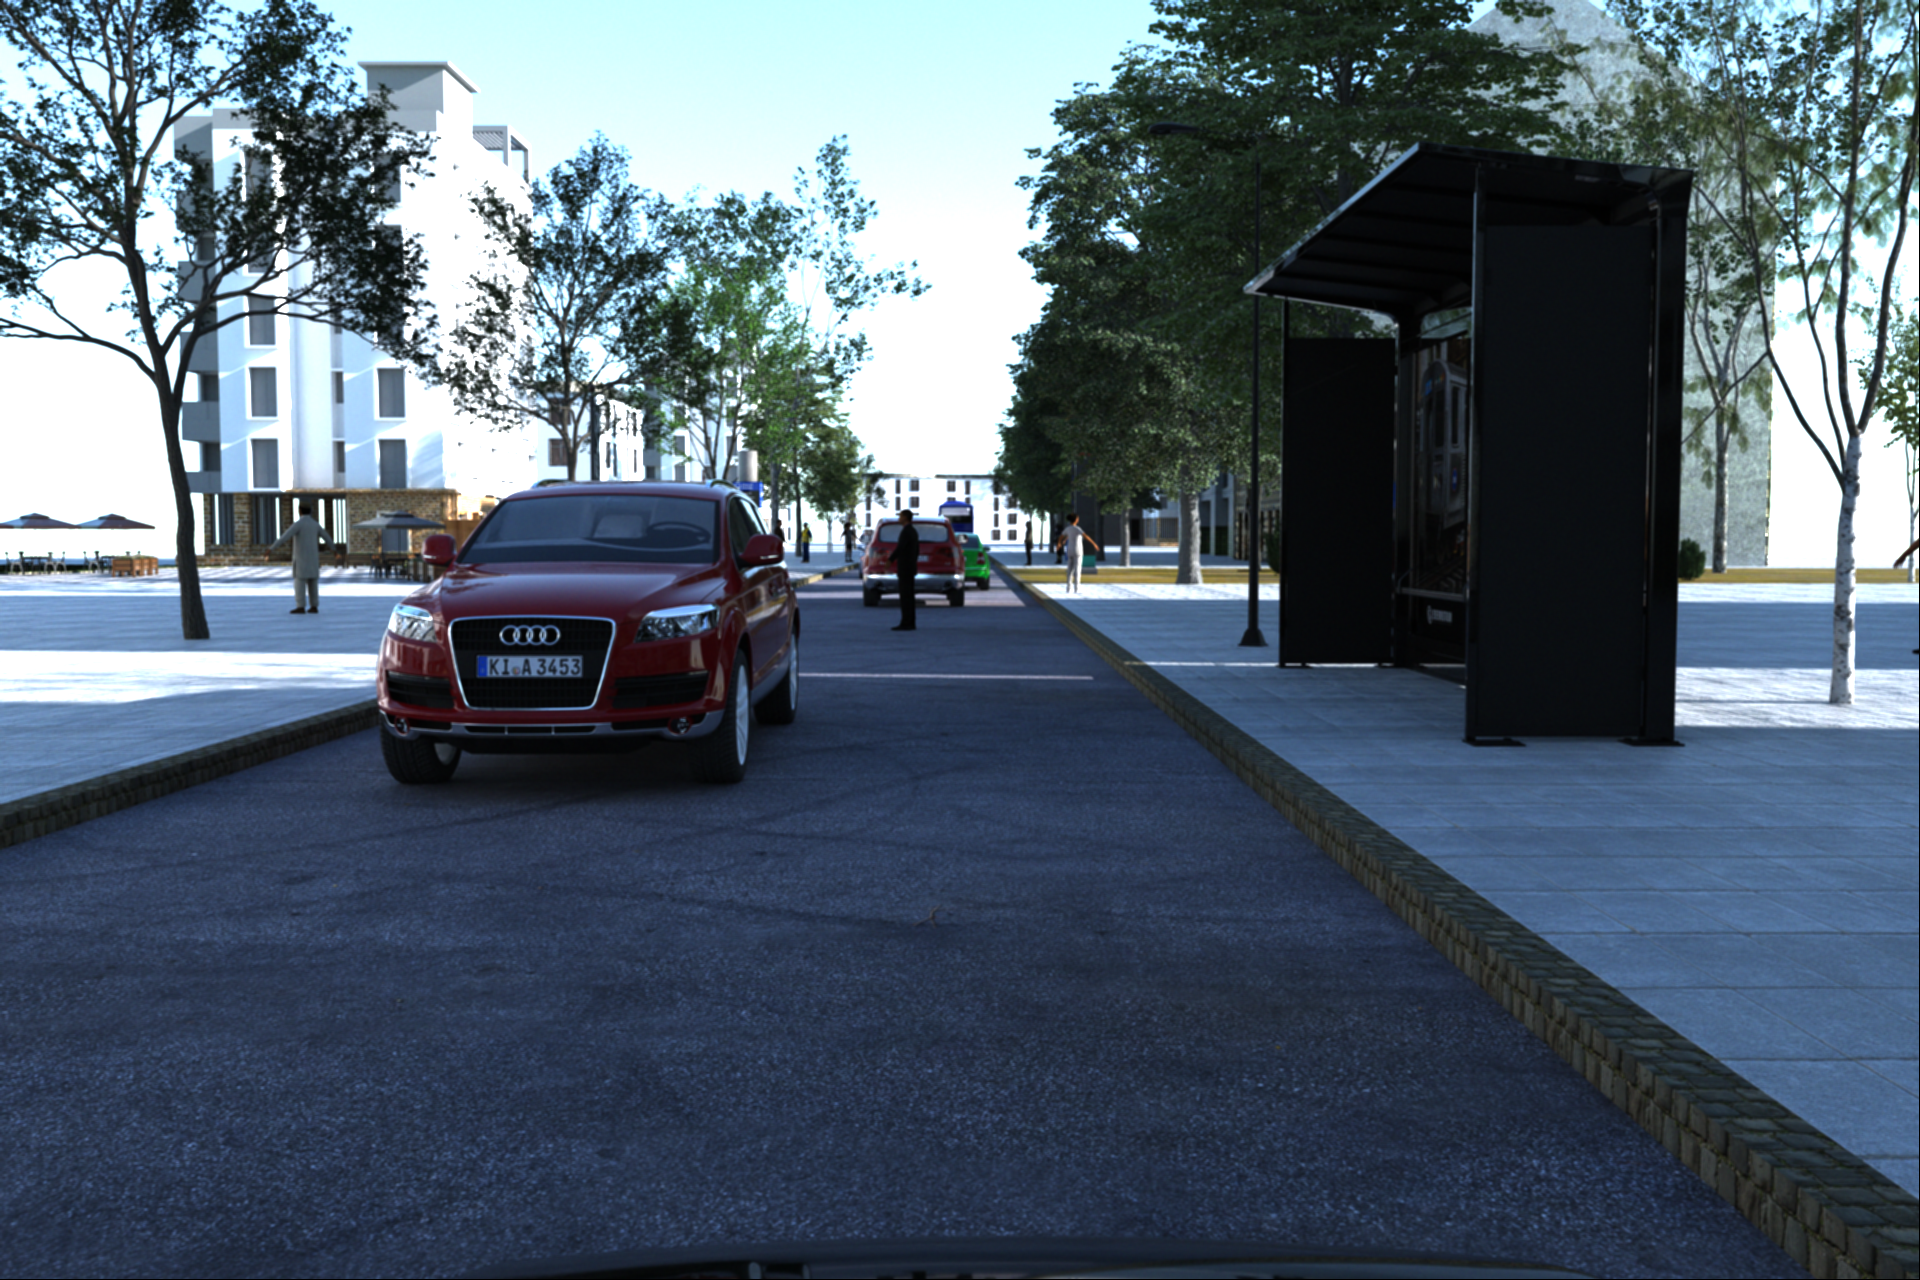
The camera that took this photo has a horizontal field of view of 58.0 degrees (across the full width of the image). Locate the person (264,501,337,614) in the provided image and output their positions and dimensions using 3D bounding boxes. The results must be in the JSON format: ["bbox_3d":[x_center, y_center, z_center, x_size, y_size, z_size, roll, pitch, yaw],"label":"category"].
[{"bbox_3d":[-10.610,-1.342,28.028,0.704,1.819,1.344,2,4,33],"label":"person"}]

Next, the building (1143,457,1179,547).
[{"bbox_3d":[24.815,-20.090,184.887,16.016,20.090,11.380,0,4,0],"label":"building"}]

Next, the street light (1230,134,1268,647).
[{"bbox_3d":[3.906,-2.884,19.696,1.470,5.913,1.316,0,4,0],"label":"street light"}]

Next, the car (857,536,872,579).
[{"bbox_3d":[-2.359,-2.746,56.905,2.014,1.417,4.499,0,3,0],"label":"car"}]

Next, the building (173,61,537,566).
[{"bbox_3d":[-25.535,-13.108,70.732,16.016,20.090,11.380,0,4,1],"label":"building"}]

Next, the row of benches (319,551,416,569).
[{"bbox_3d":[-22.139,-2.998,64.484,4.104,0.672,1.422,1,4,10],"label":"row of benches"}]

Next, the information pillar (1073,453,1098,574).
[{"bbox_3d":[4.012,-4.039,55.422,0.750,3.857,0.750,0,4,1],"label":"information pillar"}]

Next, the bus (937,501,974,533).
[{"bbox_3d":[-0.387,-8.441,129.549,2.896,3.916,12.251,0,4,-1],"label":"bus"}]

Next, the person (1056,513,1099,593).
[{"bbox_3d":[2.561,-1.912,38.034,0.721,1.739,1.217,-3,5,-44],"label":"person"}]

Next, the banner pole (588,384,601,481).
[{"bbox_3d":[-6.143,-2.399,29.247,0.401,3.779,0.863,0,4,1],"label":"banner pole"}]

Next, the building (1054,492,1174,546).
[{"bbox_3d":[24.515,-22.184,206.683,27.936,21.610,32.646,0,4,0],"label":"building"}]

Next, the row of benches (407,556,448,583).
[{"bbox_3d":[-14.086,-1.882,46.226,1.422,0.672,4.104,-2,4,-27],"label":"row of benches"}]

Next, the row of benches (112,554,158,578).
[{"bbox_3d":[-25.239,-2.295,52.991,1.422,0.672,4.104,-1,4,-15],"label":"row of benches"}]

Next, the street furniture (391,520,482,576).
[{"bbox_3d":[-14.657,-3.074,57.117,11.010,1.723,9.812,0,4,-2],"label":"street furniture"}]

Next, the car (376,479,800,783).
[{"bbox_3d":[-2.255,-0.182,11.642,2.281,1.827,5.304,0,3,0],"label":"car"}]

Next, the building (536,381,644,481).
[{"bbox_3d":[-24.399,-10.202,108.949,9.099,9.664,28.070,0,4,0],"label":"building"}]

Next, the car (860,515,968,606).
[{"bbox_3d":[-0.957,-1.666,35.907,2.281,1.827,5.304,0,4,-1],"label":"car"}]

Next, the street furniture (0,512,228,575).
[{"bbox_3d":[-33.448,-2.876,52.048,14.083,1.986,27.439,0,4,1],"label":"street furniture"}]

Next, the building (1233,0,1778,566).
[{"bbox_3d":[22.931,-15.064,77.221,19.493,23.208,18.063,0,4,0],"label":"building"}]

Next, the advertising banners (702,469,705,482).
[{"bbox_3d":[-6.941,-3.064,46.290,0.090,3.025,2.074,0,3,0],"label":"advertising banners"}]

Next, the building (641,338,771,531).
[{"bbox_3d":[-24.609,-19.049,167.871,16.016,20.090,11.380,0,4,-1],"label":"building"}]

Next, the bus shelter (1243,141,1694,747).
[{"bbox_3d":[3.581,-1.360,13.515,1.731,3.624,6.357,0,4,0],"label":"bus shelter"}]

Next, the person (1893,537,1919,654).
[{"bbox_3d":[10.380,-0.768,18.340,0.704,1.855,1.343,0,4,-3],"label":"person"}]

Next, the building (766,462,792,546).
[{"bbox_3d":[-23.908,-15.790,200.312,9.099,9.664,28.070,0,4,0],"label":"building"}]

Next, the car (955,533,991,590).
[{"bbox_3d":[-0.153,-2.245,45.499,1.959,1.807,4.718,0,4,-1],"label":"car"}]

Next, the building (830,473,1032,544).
[{"bbox_3d":[-3.947,-17.981,238.585,28.070,9.664,9.099,0,4,-7],"label":"building"}]

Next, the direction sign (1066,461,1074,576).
[{"bbox_3d":[3.421,-3.710,52.650,0.379,3.537,0.876,0,4,-1],"label":"direction sign"}]

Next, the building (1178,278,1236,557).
[{"bbox_3d":[23.579,-14.553,104.398,16.747,18.905,31.486,0,3,0],"label":"building"}]

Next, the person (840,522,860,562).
[{"bbox_3d":[-5.067,-4.467,79.172,0.704,1.843,1.345,3,5,41],"label":"person"}]

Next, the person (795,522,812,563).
[{"bbox_3d":[-6.953,-4.391,77.769,0.705,1.833,1.349,-3,4,-37],"label":"person"}]
